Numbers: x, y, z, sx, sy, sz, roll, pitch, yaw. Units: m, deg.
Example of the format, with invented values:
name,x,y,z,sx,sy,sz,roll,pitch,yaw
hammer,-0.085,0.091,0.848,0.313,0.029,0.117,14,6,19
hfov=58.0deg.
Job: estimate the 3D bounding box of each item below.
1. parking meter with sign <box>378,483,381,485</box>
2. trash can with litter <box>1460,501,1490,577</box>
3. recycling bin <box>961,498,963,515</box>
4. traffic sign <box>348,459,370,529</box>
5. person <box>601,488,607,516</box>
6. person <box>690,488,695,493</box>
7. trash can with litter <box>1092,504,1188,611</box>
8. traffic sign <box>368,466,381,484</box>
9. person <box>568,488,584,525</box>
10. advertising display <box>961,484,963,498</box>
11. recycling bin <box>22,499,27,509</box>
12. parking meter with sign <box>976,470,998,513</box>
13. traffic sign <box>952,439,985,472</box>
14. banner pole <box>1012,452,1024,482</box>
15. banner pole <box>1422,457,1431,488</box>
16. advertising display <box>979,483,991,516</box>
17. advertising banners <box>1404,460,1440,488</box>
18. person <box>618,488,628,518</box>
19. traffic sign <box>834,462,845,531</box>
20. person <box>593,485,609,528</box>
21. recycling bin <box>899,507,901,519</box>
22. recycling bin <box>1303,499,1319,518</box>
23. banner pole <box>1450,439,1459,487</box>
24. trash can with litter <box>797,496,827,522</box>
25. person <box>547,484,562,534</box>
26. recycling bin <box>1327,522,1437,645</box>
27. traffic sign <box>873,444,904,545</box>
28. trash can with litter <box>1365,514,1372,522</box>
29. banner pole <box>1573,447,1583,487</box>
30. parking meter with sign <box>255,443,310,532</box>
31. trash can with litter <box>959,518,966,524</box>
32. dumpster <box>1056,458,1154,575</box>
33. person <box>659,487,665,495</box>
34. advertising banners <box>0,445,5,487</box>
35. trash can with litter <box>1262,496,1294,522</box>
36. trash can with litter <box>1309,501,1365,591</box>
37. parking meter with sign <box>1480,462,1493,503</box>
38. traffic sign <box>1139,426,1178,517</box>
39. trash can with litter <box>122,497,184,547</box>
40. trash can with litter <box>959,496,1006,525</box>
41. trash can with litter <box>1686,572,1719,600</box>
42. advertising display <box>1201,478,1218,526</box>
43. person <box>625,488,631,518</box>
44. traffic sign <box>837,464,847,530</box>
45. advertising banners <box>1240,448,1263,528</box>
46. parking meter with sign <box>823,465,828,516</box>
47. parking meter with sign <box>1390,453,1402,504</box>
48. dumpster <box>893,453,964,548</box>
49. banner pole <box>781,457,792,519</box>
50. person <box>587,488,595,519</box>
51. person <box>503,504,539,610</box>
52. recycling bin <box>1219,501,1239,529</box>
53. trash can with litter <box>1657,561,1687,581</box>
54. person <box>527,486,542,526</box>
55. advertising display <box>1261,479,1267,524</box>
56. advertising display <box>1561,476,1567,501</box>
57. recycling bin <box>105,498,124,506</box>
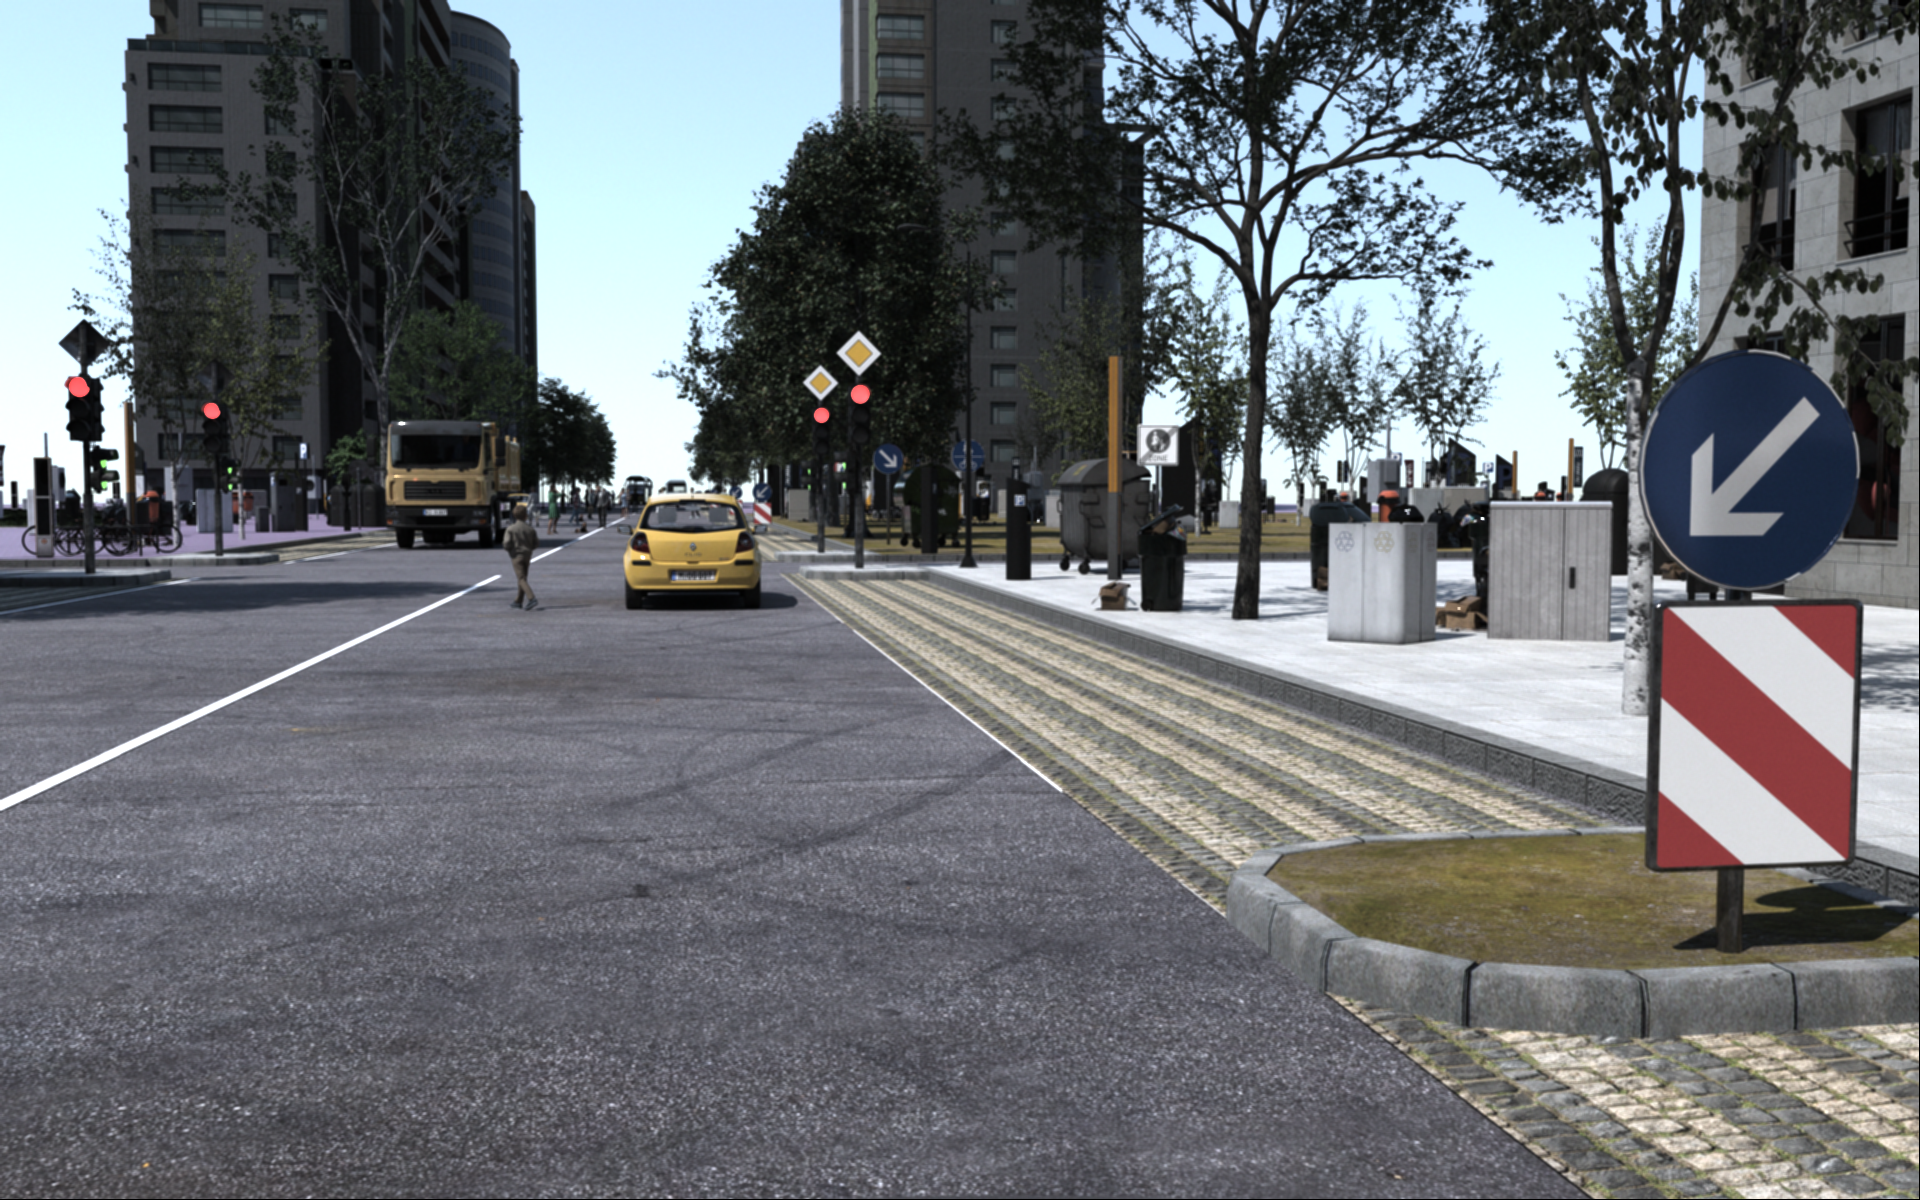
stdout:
name,x,y,z,sx,sy,sz,roll,pitch,yaw
parking meter with sign,-35.843,-6.662,105.183,1.738,3.016,0.543,1,4,11
trash can with litter,8.286,-0.936,26.683,1.055,1.170,0.624,-2,4,-28
recycling bin,0.509,-5.628,104.580,0.722,1.027,0.722,-3,4,-37
traffic sign,-21.757,-3.829,62.702,0.768,2.556,0.104,0,4,-4
person,-22.811,-6.235,110.650,0.583,1.804,0.606,0,4,-3
person,-15.784,-5.778,102.994,0.620,1.820,0.660,-3,5,-44
trash can with litter,1.980,-0.468,19.046,1.055,1.170,0.624,1,4,12
traffic sign,-26.278,-4.765,78.016,0.768,2.556,0.104,0,4,-3
person,-17.617,-4.291,79.497,0.643,1.720,0.563,1,4,11
advertising display,0.331,-6.263,107.619,0.123,1.923,0.974,-2,4,-34
recycling bin,-51.849,-5.137,96.549,0.722,1.027,0.722,-2,4,-26
parking meter with sign,1.939,-7.239,114.620,1.738,3.016,0.543,1,4,18
traffic sign,0.185,-2.459,40.317,0.768,2.556,0.104,0,4,-3
banner pole,3.504,-6.937,103.436,0.863,3.779,0.401,0,4,-7
banner pole,31.536,-7.778,117.186,0.863,3.779,0.401,0,3,0
advertising display,1.463,-5.985,103.061,0.123,1.923,0.974,-3,4,-38
advertising banners,23.531,-5.615,87.999,2.074,3.025,0.090,0,4,-7
person,-20.249,-5.829,103.896,0.616,1.811,0.778,-2,4,-34
traffic sign,-3.983,-3.660,59.944,0.768,2.556,0.104,0,4,-4
person,-15.161,-3.946,73.195,0.592,1.802,0.473,1,4,20
recycling bin,-2.926,-4.808,91.160,0.722,1.027,0.722,0,4,-3
recycling bin,19.106,-4.986,94.080,0.722,1.027,0.722,-1,4,-19
banner pole,22.123,-5.352,77.523,0.401,3.779,0.863,3,5,41
trash can with litter,-6.800,-4.281,81.054,2.233,1.210,1.678,-3,5,-39
person,-14.533,-3.245,61.798,0.600,1.795,0.529,3,5,43
recycling bin,3.701,-0.160,15.175,0.722,1.027,0.722,3,5,39
traffic sign,-1.807,-2.668,43.732,0.768,2.556,0.104,0,4,0
trash can with litter,6.234,-0.934,26.654,0.624,1.170,1.055,-3,4,-39
banner pole,28.452,-5.513,80.150,0.863,3.779,0.401,-1,4,-12
parking meter with sign,-22.966,-3.816,58.660,0.543,3.016,1.738,3,5,44
trash can with litter,-0.184,-3.815,73.761,1.055,1.170,0.624,2,4,32
dumpster,2.367,-1.377,28.277,1.264,1.857,1.865,-1,4,-9
person,-14.586,-4.637,84.669,0.624,1.780,0.694,-3,5,-41
advertising banners,-34.246,-3.941,60.628,0.090,3.025,2.074,1,4,20
trash can with litter,14.419,-4.185,79.484,1.678,1.210,2.233,-2,4,-29
trash can with litter,5.031,-0.730,23.321,0.624,1.170,1.055,0,4,7
parking meter with sign,28.678,-6.016,94.618,0.543,3.016,1.738,2,4,27
traffic sign,2.903,-1.429,25.487,0.606,2.300,0.079,0,4,-5
trash can with litter,-20.071,-1.967,43.225,1.678,1.210,2.233,1,4,10
trash can with litter,0.877,-3.705,71.635,2.233,1.210,1.678,3,4,39
trash can with litter,7.461,-0.349,16.761,2.233,1.210,1.678,-3,5,-44
advertising display,9.826,-3.883,68.705,0.974,1.923,0.123,-2,4,-34
person,-20.218,-5.909,105.454,0.374,1.781,0.599,2,4,35
traffic sign,-3.805,-3.399,57.709,0.606,2.300,0.079,0,4,-5
advertising banners,10.918,-4.194,64.764,0.090,3.025,2.074,2,4,32
parking meter with sign,-8.149,-6.577,103.795,0.543,3.016,1.738,-1,4,-13
parking meter with sign,18.542,-4.740,73.756,0.543,3.016,1.738,1,4,16
dumpster,-0.749,-2.402,41.763,1.502,2.255,1.985,-1,4,-9
banner pole,-8.872,-5.989,87.942,0.863,3.779,0.401,2,4,29
person,-20.824,-5.416,97.538,0.515,1.767,0.782,0,4,1
person,-5.446,-0.531,21.456,0.640,1.303,0.475,3,4,37
recycling bin,9.905,-3.133,63.780,0.722,1.027,0.722,0,4,7
trash can with litter,10.770,-0.872,25.639,0.624,1.170,1.055,-1,4,-20
person,-18.896,-4.146,76.632,0.694,1.780,0.624,-2,4,-28
advertising display,12.723,-4.200,73.885,0.974,1.923,0.123,-3,5,-42
advertising display,21.393,-3.433,61.350,0.123,1.923,0.974,2,4,24
recycling bin,-49.177,-5.395,100.766,0.722,1.027,0.722,0,4,7
